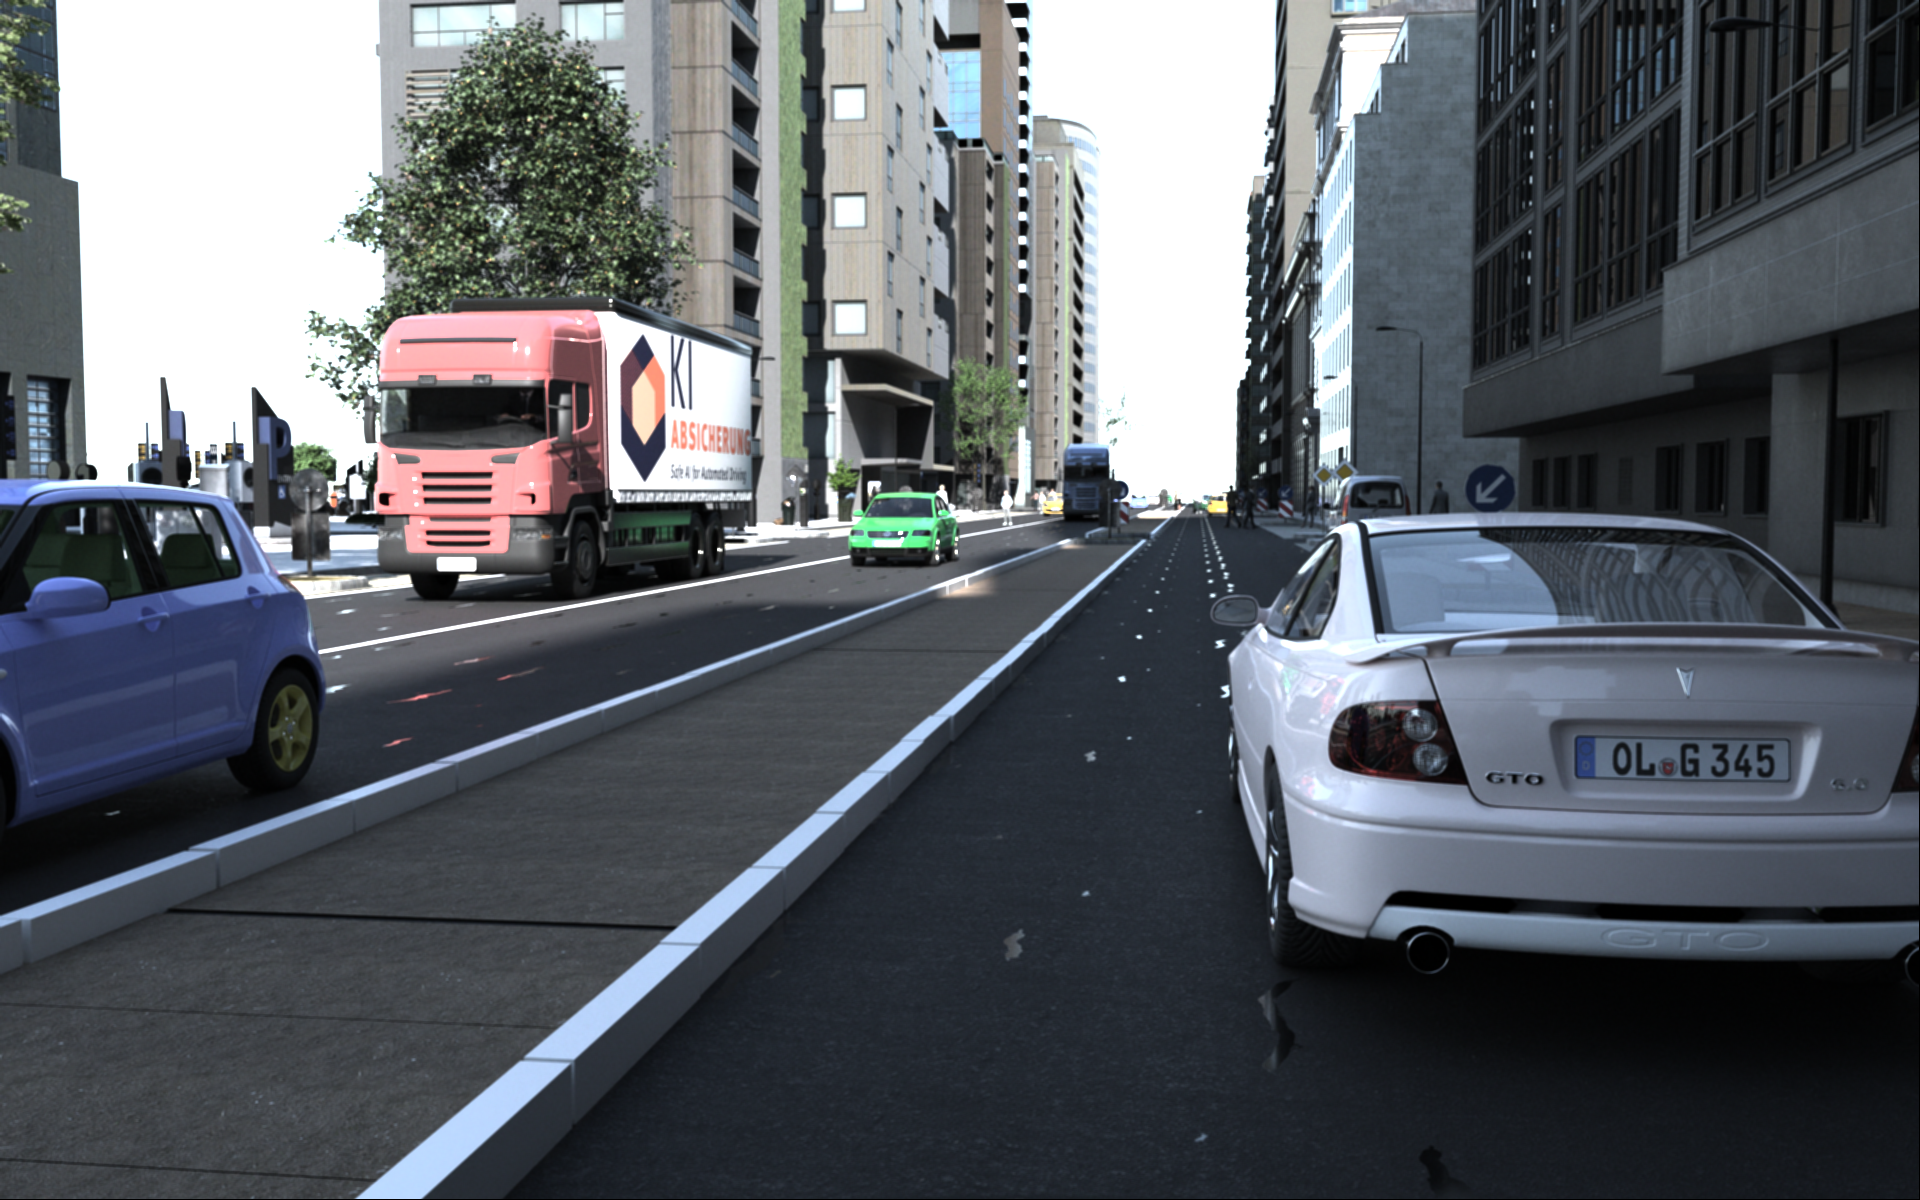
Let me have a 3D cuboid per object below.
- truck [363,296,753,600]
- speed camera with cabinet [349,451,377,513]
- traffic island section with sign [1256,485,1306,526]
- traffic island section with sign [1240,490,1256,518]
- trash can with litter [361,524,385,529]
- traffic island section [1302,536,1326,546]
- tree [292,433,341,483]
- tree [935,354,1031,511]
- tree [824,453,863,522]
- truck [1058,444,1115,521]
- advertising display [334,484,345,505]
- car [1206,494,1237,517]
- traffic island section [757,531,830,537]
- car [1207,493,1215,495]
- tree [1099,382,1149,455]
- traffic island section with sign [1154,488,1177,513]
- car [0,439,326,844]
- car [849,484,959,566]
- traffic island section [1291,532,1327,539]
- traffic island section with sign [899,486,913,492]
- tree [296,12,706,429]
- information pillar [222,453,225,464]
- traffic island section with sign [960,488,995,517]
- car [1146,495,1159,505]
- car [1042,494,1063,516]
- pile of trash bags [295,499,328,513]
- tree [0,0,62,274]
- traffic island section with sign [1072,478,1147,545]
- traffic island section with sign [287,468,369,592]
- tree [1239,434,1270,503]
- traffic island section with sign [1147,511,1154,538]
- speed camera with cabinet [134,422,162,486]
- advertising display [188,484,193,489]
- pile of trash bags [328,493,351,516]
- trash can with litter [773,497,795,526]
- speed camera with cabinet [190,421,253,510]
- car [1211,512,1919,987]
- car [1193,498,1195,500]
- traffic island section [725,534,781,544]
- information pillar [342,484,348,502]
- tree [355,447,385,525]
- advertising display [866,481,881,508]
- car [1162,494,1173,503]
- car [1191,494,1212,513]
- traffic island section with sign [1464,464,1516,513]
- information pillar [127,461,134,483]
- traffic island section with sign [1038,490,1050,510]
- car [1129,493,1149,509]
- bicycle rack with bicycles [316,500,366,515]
[{"bbox_3d":[-5.803,-2.329,26.993,2.839,4.237,11.283,0,4,7],"label":"truck"},{"bbox_3d":[-27.331,-5.280,80.660,2.038,3.252,0.660,-1,4,-23],"label":"speed camera with cabinet"},{"bbox_3d":[14.392,-4.200,77.299,1.989,1.847,2.006,0,4,8],"label":"traffic island section with sign"},{"bbox_3d":[18.213,-5.906,105.196,1.989,1.847,2.006,0,4,8],"label":"traffic island section with sign"},{"bbox_3d":[-21.502,-3.310,65.169,2.233,1.210,1.678,2,4,24],"label":"trash can with litter"},{"bbox_3d":[10.758,-1.601,48.450,2.009,0.180,2.903,0,4,8],"label":"traffic island section"},{"bbox_3d":[-34.979,-6.680,92.928,4.285,4.588,4.351,0,3,0],"label":"tree"},{"bbox_3d":[1.691,-12.477,129.759,9.928,11.665,9.643,0,3,0],"label":"tree"},{"bbox_3d":[-5.621,-5.301,81.280,1.663,3.219,1.824,0,3,0],"label":"tree"},{"bbox_3d":[7.462,-6.652,98.521,2.967,4.110,18.799,0,4,6],"label":"truck"},{"bbox_3d":[-41.862,-6.824,116.793,0.123,1.923,0.974,2,4,30],"label":"advertising display"},{"bbox_3d":[16.693,-6.132,110.485,2.015,1.641,3.980,1,4,9],"label":"car"},{"bbox_3d":[-5.586,-2.230,58.746,2.009,0.180,2.903,0,4,8],"label":"traffic island section"},{"bbox_3d":[24.605,-9.804,169.879,1.945,1.707,3.694,0,4,6],"label":"car"},{"bbox_3d":[25.311,-26.589,290.618,12.611,20.169,13.585,0,3,0],"label":"tree"},{"bbox_3d":[15.459,-7.537,131.364,2.006,1.907,1.989,0,4,8],"label":"traffic island section with sign"},{"bbox_3d":[-4.221,0.144,7.235,1.945,1.707,3.694,0,4,7],"label":"car"},{"bbox_3d":[-1.111,-1.650,35.767,1.959,1.807,4.718,0,4,7],"label":"car"},{"bbox_3d":[11.842,-2.084,56.361,2.009,0.180,2.903,0,4,8],"label":"traffic island section"},{"bbox_3d":[-2.553,-4.416,80.825,1.989,1.847,2.006,0,4,8],"label":"traffic island section with sign"},{"bbox_3d":[-10.500,-7.639,41.901,9.611,12.733,9.660,0,3,0],"label":"tree"},{"bbox_3d":[-40.793,-6.407,96.105,0.183,3.616,0.504,1,4,18],"label":"information pillar"},{"bbox_3d":[1.111,-6.049,107.531,1.989,1.847,2.006,0,4,8],"label":"traffic island section with sign"},{"bbox_3d":[25.870,-13.440,232.101,2.083,1.381,4.827,1,4,8],"label":"car"},{"bbox_3d":[6.388,-6.303,113.285,2.015,1.641,3.980,0,4,7],"label":"car"},{"bbox_3d":[-34.748,-4.870,89.381,3.447,1.369,1.912,2,4,26],"label":"pile of trash bags"},{"bbox_3d":[-13.659,-6.108,17.999,7.486,12.596,7.792,0,3,0],"label":"tree"},{"bbox_3d":[4.249,-2.535,49.580,2.006,1.907,1.989,0,4,8],"label":"traffic island section with sign"},{"bbox_3d":[-10.063,-1.066,26.055,1.989,1.847,2.006,0,4,8],"label":"traffic island section with sign"},{"bbox_3d":[36.420,-16.139,214.231,4.360,8.622,3.978,0,3,0],"label":"tree"},{"bbox_3d":[5.265,-2.984,56.917,2.006,1.907,1.989,0,4,8],"label":"traffic island section with sign"},{"bbox_3d":[-22.616,-3.207,46.776,2.038,3.252,0.660,-3,4,-37],"label":"speed camera with cabinet"},{"bbox_3d":[-49.295,-6.490,111.328,0.974,1.923,0.123,3,4,37],"label":"advertising display"},{"bbox_3d":[-36.985,-5.656,102.231,1.912,1.369,3.447,-1,4,-20],"label":"pile of trash bags"},{"bbox_3d":[-7.155,-3.600,70.248,1.055,1.170,0.624,2,4,35],"label":"trash can with litter"},{"bbox_3d":[-19.531,-3.160,45.999,0.660,3.252,2.038,1,4,15],"label":"speed camera with cabinet"},{"bbox_3d":[2.014,0.356,6.534,2.083,1.381,4.827,0,4,6],"label":"car"},{"bbox_3d":[30.910,-12.826,222.285,1.945,1.354,3.894,1,4,9],"label":"car"},{"bbox_3d":[-6.671,-1.746,50.834,2.009,0.180,2.903,0,4,8],"label":"traffic island section"},{"bbox_3d":[-42.916,-7.118,120.870,0.304,2.012,0.304,3,4,38],"label":"information pillar"},{"bbox_3d":[-23.877,-4.670,70.962,1.663,3.219,1.824,0,3,0],"label":"tree"},{"bbox_3d":[-4.174,-4.806,83.796,0.123,1.923,0.974,3,5,39],"label":"advertising display"},{"bbox_3d":[33.722,-16.712,282.032,1.959,1.807,4.718,0,4,7],"label":"car"},{"bbox_3d":[19.043,-7.515,134.671,2.131,1.459,4.920,0,4,7],"label":"car"},{"bbox_3d":[7.061,-0.932,23.866,1.989,1.847,2.006,0,4,8],"label":"traffic island section with sign"},{"bbox_3d":[-58.464,-8.000,122.152,0.504,3.616,0.183,0,4,6],"label":"information pillar"},{"bbox_3d":[7.942,-9.100,157.410,1.989,1.847,2.006,0,4,8],"label":"traffic island section with sign"},{"bbox_3d":[17.606,-9.820,170.154,1.945,1.707,3.694,0,4,6],"label":"car"},{"bbox_3d":[-37.915,-5.700,106.575,2.925,0.926,2.852,0,4,5],"label":"bicycle rack with bicycles"}]
